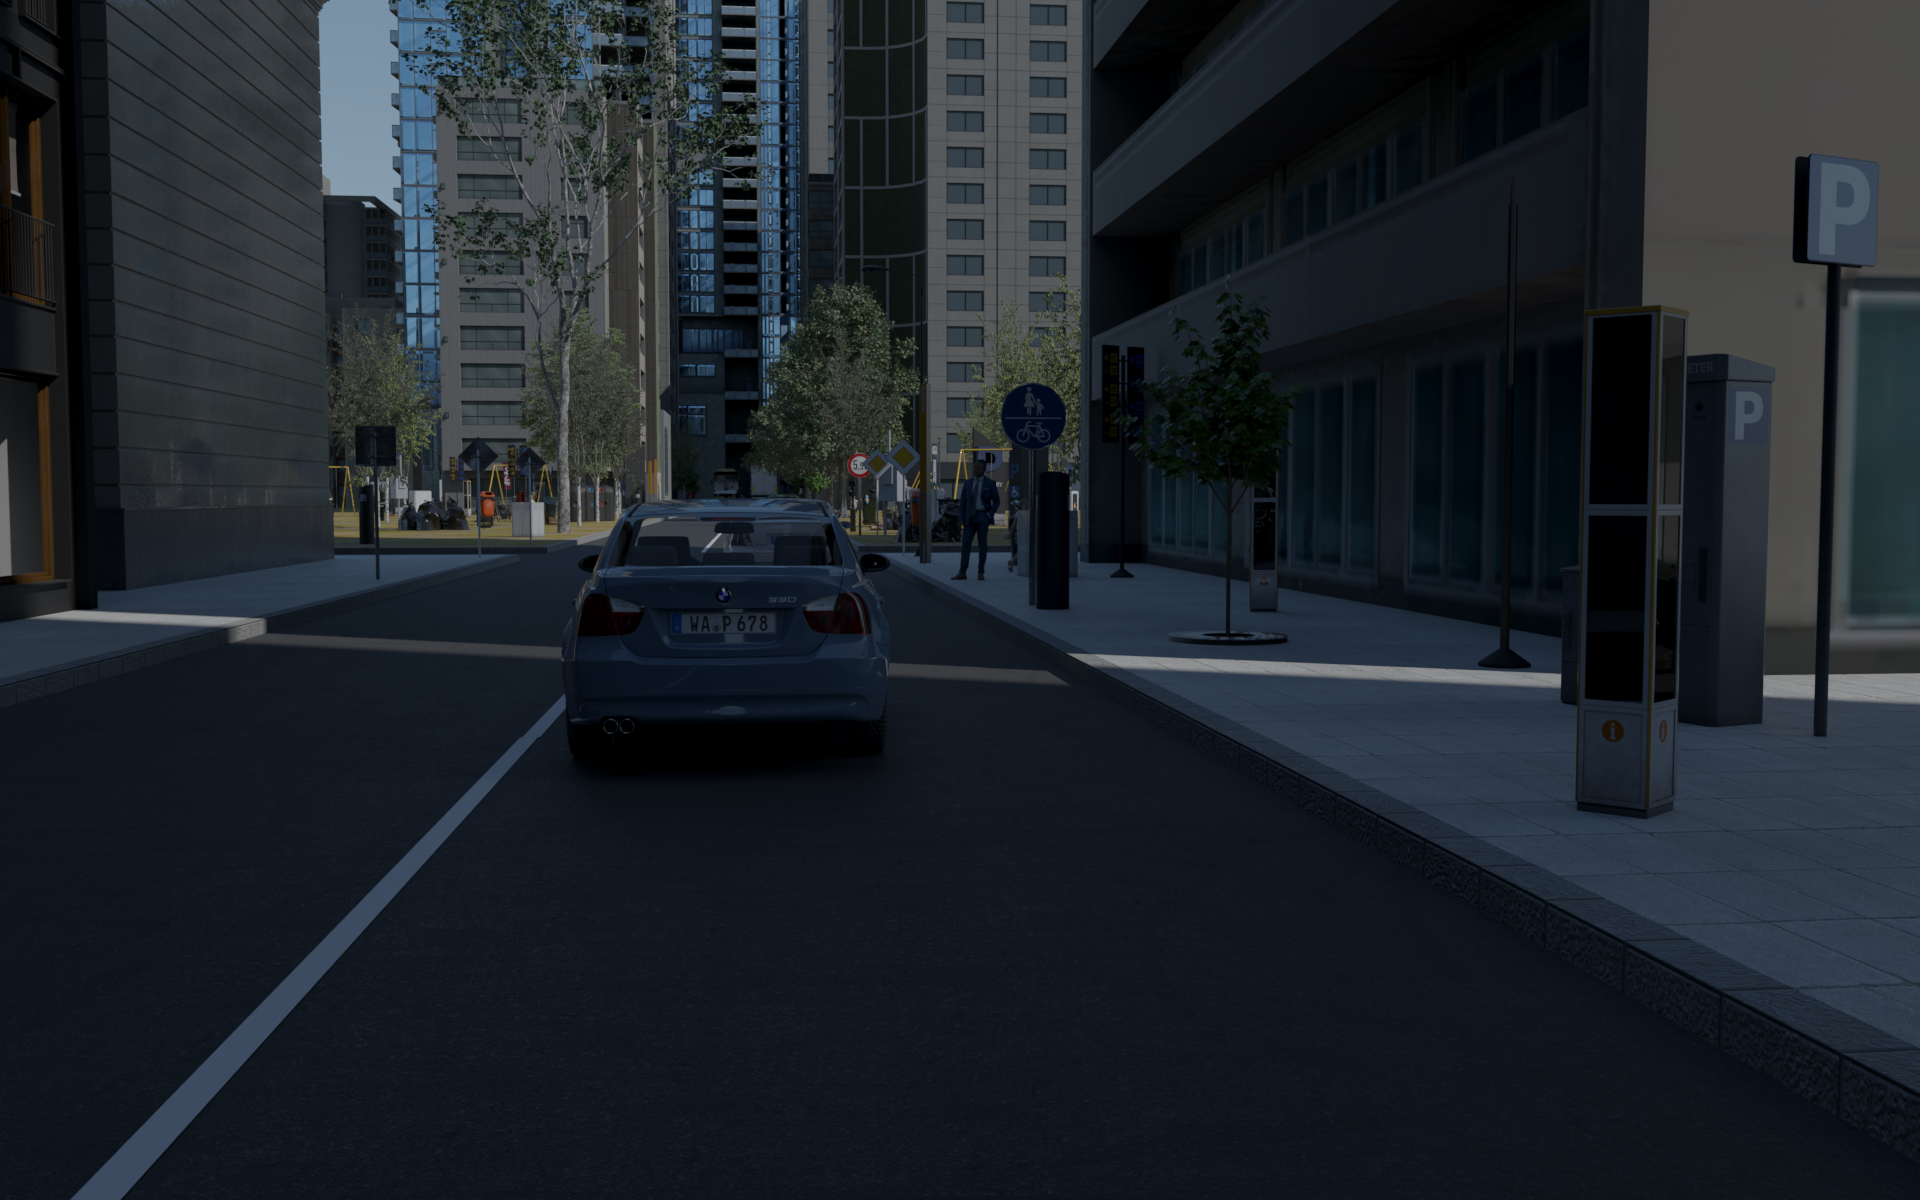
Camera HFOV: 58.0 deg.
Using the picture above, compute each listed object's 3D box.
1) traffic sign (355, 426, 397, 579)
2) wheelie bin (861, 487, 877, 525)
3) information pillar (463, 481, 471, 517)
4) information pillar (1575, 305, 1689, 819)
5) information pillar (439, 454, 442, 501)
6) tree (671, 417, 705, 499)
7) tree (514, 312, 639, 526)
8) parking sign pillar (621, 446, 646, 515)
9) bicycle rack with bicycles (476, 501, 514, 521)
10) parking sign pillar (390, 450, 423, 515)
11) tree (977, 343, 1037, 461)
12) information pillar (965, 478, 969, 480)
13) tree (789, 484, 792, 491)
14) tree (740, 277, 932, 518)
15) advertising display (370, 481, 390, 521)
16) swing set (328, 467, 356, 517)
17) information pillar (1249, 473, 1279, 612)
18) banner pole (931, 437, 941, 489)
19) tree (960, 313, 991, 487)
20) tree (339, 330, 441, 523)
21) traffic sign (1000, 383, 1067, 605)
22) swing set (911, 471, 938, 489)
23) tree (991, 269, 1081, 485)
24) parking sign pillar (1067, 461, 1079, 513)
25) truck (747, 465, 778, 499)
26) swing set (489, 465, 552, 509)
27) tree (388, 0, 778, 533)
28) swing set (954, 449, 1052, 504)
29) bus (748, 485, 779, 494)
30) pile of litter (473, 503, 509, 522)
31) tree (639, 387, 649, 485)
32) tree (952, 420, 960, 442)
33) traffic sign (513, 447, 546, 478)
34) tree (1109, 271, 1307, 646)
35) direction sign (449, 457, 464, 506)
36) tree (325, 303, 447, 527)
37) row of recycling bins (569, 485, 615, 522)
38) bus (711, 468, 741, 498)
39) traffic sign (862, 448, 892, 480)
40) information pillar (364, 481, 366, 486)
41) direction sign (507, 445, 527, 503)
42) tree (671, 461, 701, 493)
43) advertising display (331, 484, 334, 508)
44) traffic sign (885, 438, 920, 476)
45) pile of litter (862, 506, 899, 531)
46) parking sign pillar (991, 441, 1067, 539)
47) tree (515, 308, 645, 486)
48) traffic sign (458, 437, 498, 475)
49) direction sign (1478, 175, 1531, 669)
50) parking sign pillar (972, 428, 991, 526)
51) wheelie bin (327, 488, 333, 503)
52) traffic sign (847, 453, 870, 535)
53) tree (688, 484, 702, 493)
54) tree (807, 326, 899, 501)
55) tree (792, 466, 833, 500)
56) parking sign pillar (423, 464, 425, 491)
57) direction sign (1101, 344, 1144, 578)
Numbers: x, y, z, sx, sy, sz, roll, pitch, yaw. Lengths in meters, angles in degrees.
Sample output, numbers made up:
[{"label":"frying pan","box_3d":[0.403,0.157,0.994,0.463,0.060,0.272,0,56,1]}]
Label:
[{"label":"traffic sign","box_3d":[-8.756,-1.459,25.990,0.606,2.300,0.079,0,4,-2]},{"label":"wheelie bin","box_3d":[-3.753,-3.915,71.923,0.693,1.594,0.980,0,4,-5]},{"label":"information pillar","box_3d":[-27.330,-5.599,96.037,0.304,2.012,0.304,1,4,17]},{"label":"information pillar","box_3d":[2.700,-0.152,6.970,0.304,2.012,0.304,3,5,42]},{"label":"information pillar","box_3d":[-30.373,-6.725,101.306,0.183,3.616,0.504,-1,4,-11]},{"label":"tree","box_3d":[-26.414,-13.162,165.566,4.737,8.622,4.395,0,3,0]},{"label":"tree","box_3d":[-15.494,-7.264,69.136,4.360,8.622,3.978,0,3,0]},{"label":"parking sign pillar","box_3d":[-18.331,-6.653,97.247,1.447,3.967,1.447,-3,5,-43]},{"label":"bicycle rack with bicycles","box_3d":[-22.428,-4.330,84.174,2.852,0.926,2.925,1,4,16]},{"label":"parking sign pillar","box_3d":[-33.893,-7.139,105.194,1.447,3.967,1.447,2,4,35]},{"label":"tree","box_3d":[2.763,-8.069,82.296,4.360,8.622,3.978,0,3,0]},{"label":"information pillar","box_3d":[0.431,-4.508,78.203,0.304,2.012,0.304,-1,4,-17]},{"label":"tree","box_3d":[-15.908,-10.665,168.975,1.663,3.219,1.824,0,3,0]},{"label":"tree","box_3d":[-6.270,-10.674,91.528,9.611,12.733,9.660,0,3,0]},{"label":"advertising display","box_3d":[-27.619,-4.726,82.485,0.974,1.923,0.123,1,4,10]},{"label":"swing set","box_3d":[-36.228,-6.143,98.065,3.119,2.851,2.862,-2,4,-34]},{"label":"information pillar","box_3d":[3.315,-0.879,18.866,0.304,2.012,0.304,1,4,9]},{"label":"banner pole","box_3d":[-1.021,-5.222,75.391,0.401,3.779,0.863,2,4,31]},{"label":"tree","box_3d":[2.336,-6.998,64.772,4.737,8.622,4.395,0,3,0]},{"label":"tree","box_3d":[-25.825,-7.790,77.732,4.737,8.622,4.395,0,3,0]},{"label":"traffic sign","box_3d":[0.836,-1.213,19.932,0.768,2.556,0.104,0,4,-6]},{"label":"swing set","box_3d":[-2.005,-6.253,99.851,2.862,2.851,3.119,0,4,3]},{"label":"tree","box_3d":[4.143,-6.330,53.852,4.737,8.622,4.395,0,3,0]},{"label":"parking sign pillar","box_3d":[7.473,-8.007,119.393,1.447,3.967,1.447,3,5,43]},{"label":"truck","box_3d":[-18.096,-10.420,159.282,2.839,4.237,11.283,0,4,-7]},{"label":"swing set","box_3d":[-23.679,-5.821,92.796,3.119,2.851,2.862,1,4,9]},{"label":"tree","box_3d":[-12.159,-12.338,57.616,12.611,20.169,13.585,0,3,0]},{"label":"swing set","box_3d":[1.530,-3.818,60.045,3.119,2.851,2.862,1,4,17]},{"label":"bus","box_3d":[-20.151,-11.193,177.872,2.948,3.499,13.247,0,4,-8]},{"label":"pile of litter","box_3d":[-23.425,-4.505,87.617,1.176,0.858,1.719,2,4,28]},{"label":"tree","box_3d":[-16.454,-7.783,77.607,4.360,8.622,3.978,0,3,0]},{"label":"tree","box_3d":[1.934,-9.856,111.505,4.737,8.622,4.395,0,3,0]},{"label":"traffic sign","box_3d":[-10.723,-2.504,43.134,0.795,2.593,0.064,0,4,-7]},{"label":"tree","box_3d":[2.392,-1.260,15.198,1.663,3.219,1.824,0,3,0]},{"label":"direction sign","box_3d":[-30.640,-6.942,105.501,0.876,3.537,0.379,0,4,2]},{"label":"tree","box_3d":[-22.486,-7.155,67.352,4.360,8.622,3.978,0,3,0]},{"label":"row of recycling bins","box_3d":[-17.276,-4.511,80.870,1.069,1.692,3.534,1,4,18]},{"label":"bus","box_3d":[-22.987,-10.944,170.476,2.896,3.916,12.252,0,4,-7]},{"label":"traffic sign","box_3d":[-2.085,-2.565,44.121,0.795,2.593,0.064,0,4,-7]},{"label":"information pillar","box_3d":[-34.679,-5.902,100.985,0.304,2.012,0.304,-1,4,-11]},{"label":"direction sign","box_3d":[-20.489,-5.398,80.248,0.876,3.537,0.379,-1,4,-12]},{"label":"tree","box_3d":[-27.086,-11.393,169.985,4.285,4.588,4.351,0,3,0]},{"label":"advertising display","box_3d":[-39.532,-6.358,109.167,0.123,1.923,0.974,-1,4,-22]},{"label":"traffic sign","box_3d":[-1.157,-2.079,36.190,0.795,2.593,0.064,0,4,-7]},{"label":"pile of litter","box_3d":[-2.714,-2.910,61.549,1.719,0.858,1.176,-1,4,-16]},{"label":"parking sign pillar","box_3d":[1.971,-3.728,49.426,1.447,3.967,1.447,3,5,41]},{"label":"tree","box_3d":[-23.185,-11.474,105.722,7.486,12.596,7.792,0,3,0]},{"label":"traffic sign","box_3d":[-9.795,-2.019,35.203,0.795,2.593,0.064,0,4,-7]},{"label":"direction sign","box_3d":[4.054,-1.272,12.793,0.379,3.537,0.876,1,4,17]},{"label":"parking sign pillar","box_3d":[1.181,-5.032,70.749,1.447,3.967,1.447,-2,4,-23]},{"label":"wheelie bin","box_3d":[-31.630,-4.775,85.974,0.693,1.594,0.980,2,4,26]},{"label":"traffic sign","box_3d":[-3.099,-3.273,53.622,0.768,2.556,0.104,0,4,-4]},{"label":"tree","box_3d":[-29.689,-12.205,194.157,1.663,3.219,1.824,0,3,0]},{"label":"tree","box_3d":[-4.683,-7.658,75.568,4.360,8.622,3.978,0,3,0]},{"label":"tree","box_3d":[-8.564,-6.593,102.402,1.663,3.219,1.824,0,3,0]},{"label":"parking sign pillar","box_3d":[-35.513,-7.605,112.807,1.447,3.967,1.447,1,4,14]},{"label":"direction sign","box_3d":[2.494,-2.114,26.562,0.876,3.537,0.379,-3,4,-39]}]
